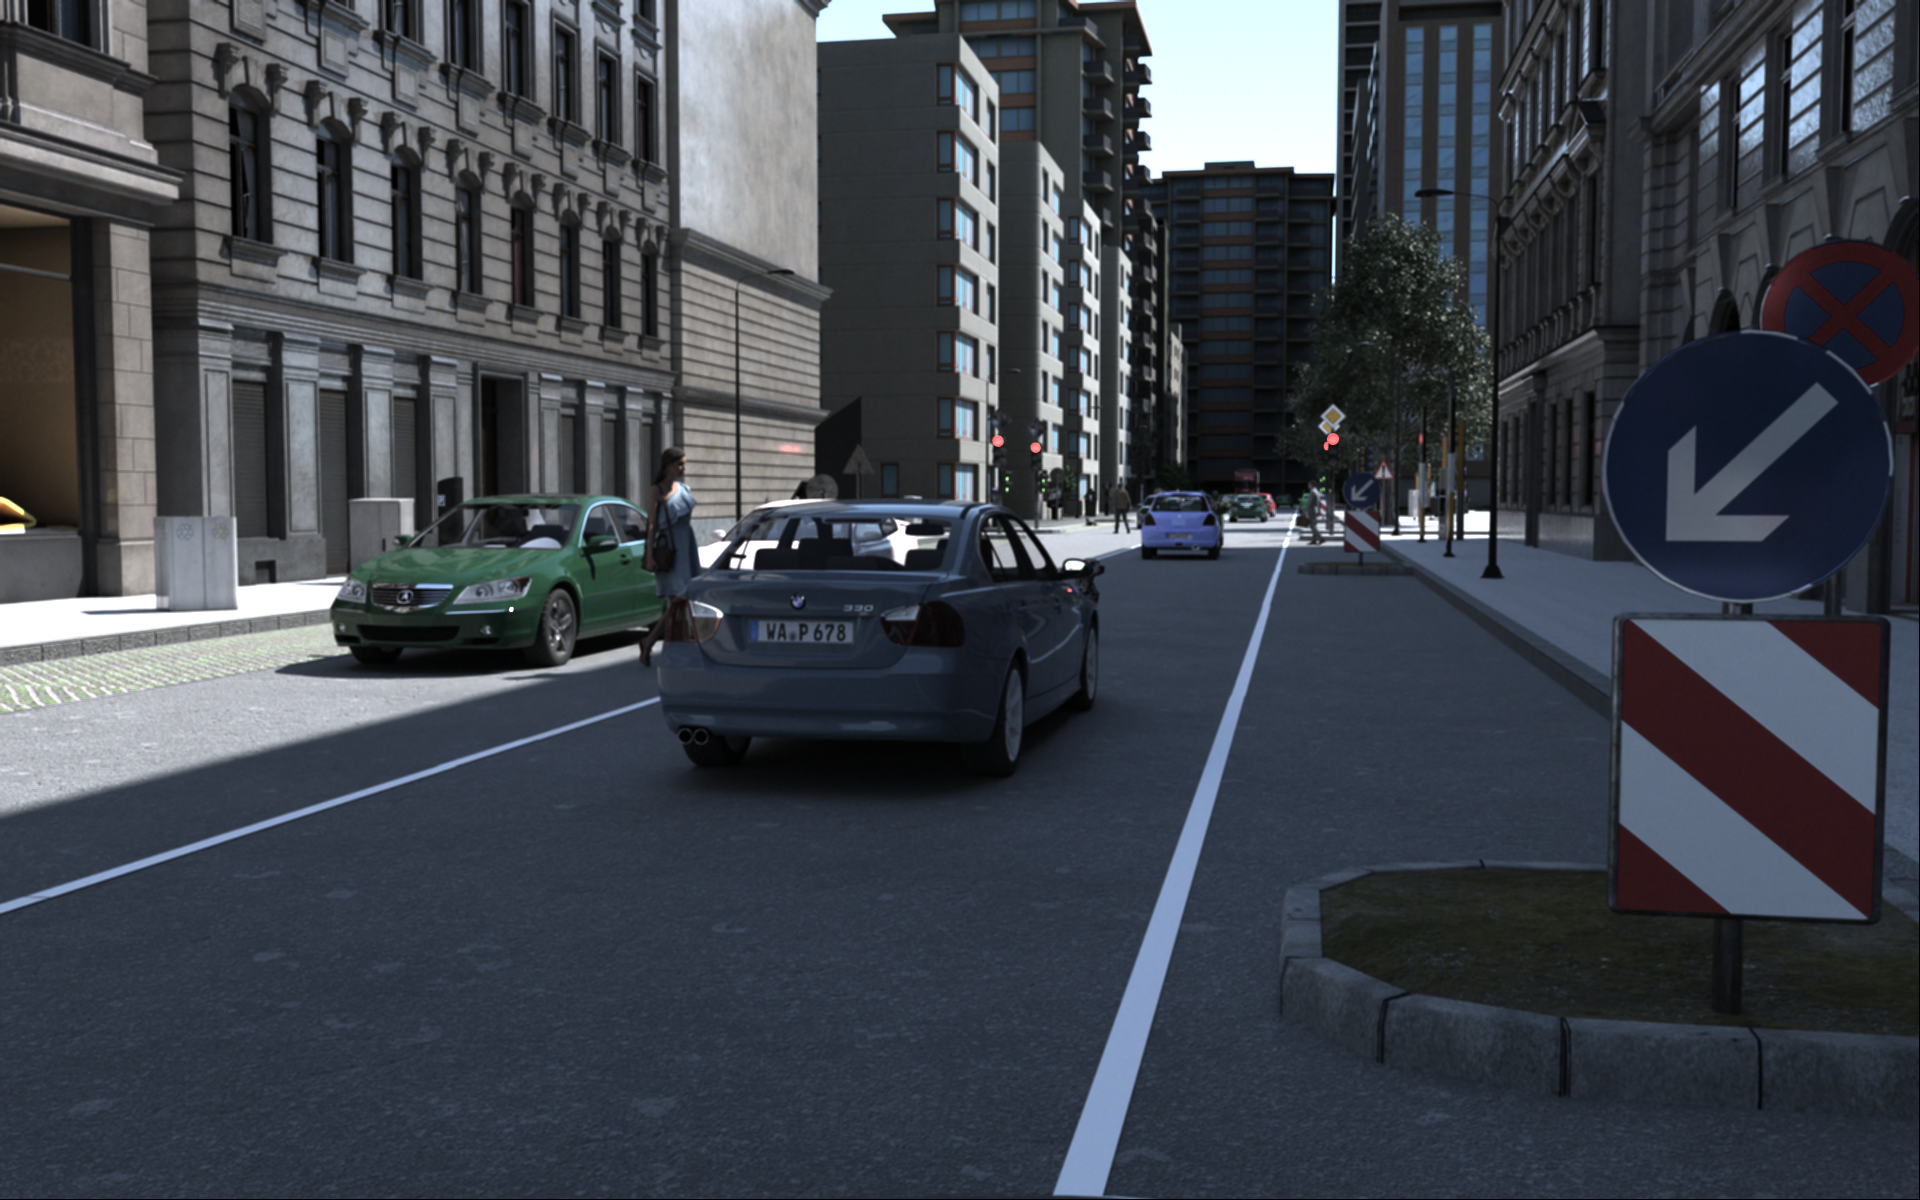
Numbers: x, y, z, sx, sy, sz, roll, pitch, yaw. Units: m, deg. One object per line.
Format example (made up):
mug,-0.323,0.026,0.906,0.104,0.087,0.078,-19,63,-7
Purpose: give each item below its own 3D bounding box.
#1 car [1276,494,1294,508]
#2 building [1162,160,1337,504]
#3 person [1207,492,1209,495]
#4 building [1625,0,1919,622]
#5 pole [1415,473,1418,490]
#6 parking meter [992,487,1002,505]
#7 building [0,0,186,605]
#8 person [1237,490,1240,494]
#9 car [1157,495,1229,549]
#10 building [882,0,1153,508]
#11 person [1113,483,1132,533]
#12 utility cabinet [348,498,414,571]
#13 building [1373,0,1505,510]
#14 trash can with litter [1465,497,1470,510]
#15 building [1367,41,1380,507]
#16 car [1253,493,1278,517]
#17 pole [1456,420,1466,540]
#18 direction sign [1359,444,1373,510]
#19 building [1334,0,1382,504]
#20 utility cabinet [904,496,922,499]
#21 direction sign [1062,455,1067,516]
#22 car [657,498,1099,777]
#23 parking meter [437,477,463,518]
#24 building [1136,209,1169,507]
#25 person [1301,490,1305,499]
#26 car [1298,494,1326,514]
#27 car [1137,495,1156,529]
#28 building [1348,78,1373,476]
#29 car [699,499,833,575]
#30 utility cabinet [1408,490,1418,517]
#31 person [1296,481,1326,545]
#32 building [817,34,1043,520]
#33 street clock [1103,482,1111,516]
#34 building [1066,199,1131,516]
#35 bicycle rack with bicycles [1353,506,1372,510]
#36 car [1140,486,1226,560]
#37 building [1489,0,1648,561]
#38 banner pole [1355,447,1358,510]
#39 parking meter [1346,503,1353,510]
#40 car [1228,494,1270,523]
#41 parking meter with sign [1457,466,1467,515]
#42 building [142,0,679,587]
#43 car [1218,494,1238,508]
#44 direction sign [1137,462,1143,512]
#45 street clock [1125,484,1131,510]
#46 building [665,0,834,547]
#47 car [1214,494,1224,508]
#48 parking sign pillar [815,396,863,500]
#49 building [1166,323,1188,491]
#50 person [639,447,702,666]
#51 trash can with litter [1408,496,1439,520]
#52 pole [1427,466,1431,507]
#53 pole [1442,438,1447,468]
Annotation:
car,34.702,-10.778,185.020,1.959,1.807,4.718,1,4,12
building,35.055,-35.230,230.630,28.867,44.769,22.147,1,4,11
person,31.194,-12.795,218.426,0.721,1.735,1.217,-1,4,-23
building,15.739,-10.794,18.287,13.314,21.916,24.055,1,4,11
pole,30.781,-7.517,116.742,0.158,3.312,0.155,0,3,0
parking meter,1.417,-3.558,66.584,0.372,1.533,0.369,0,3,0
building,-18.424,-9.317,3.245,10.553,20.767,40.483,1,4,11
person,28.192,-10.182,175.115,0.705,1.807,1.348,0,4,1
car,6.181,-2.137,46.743,2.131,1.459,4.920,1,4,10
building,5.424,-30.585,154.683,22.147,44.769,28.867,1,4,11
person,5.917,-3.345,63.102,0.656,1.842,0.836,-2,4,-35
utility cabinet,-8.330,-0.842,24.936,1.020,1.237,0.306,2,4,29
building,42.314,-30.279,145.173,14.600,45.320,14.200,1,4,11
trash can with litter,38.811,-7.424,132.766,0.624,1.170,1.055,1,4,8
building,50.700,-33.440,166.357,23.786,49.044,30.456,1,4,11
car,18.861,-6.098,108.746,2.155,1.783,4.494,1,4,13
pole,13.876,-3.311,47.974,0.158,3.312,0.155,0,3,0
direction sign,18.238,-5.251,77.855,0.876,3.537,0.379,-2,4,-33
building,59.571,-48.198,226.285,20.611,71.187,20.563,1,4,11
utility cabinet,-1.417,-2.540,52.690,0.306,1.237,1.020,1,4,13
direction sign,6.005,-6.549,99.073,0.379,3.537,0.876,0,4,6
car,-0.284,0.110,10.208,2.014,1.417,4.499,1,4,13
parking meter,-7.585,-1.064,25.807,0.372,1.533,0.369,0,3,0
building,13.471,-24.691,175.396,14.160,30.474,14.107,1,4,11
person,29.954,-8.691,151.143,0.434,1.755,0.990,2,4,27
car,25.300,-7.073,124.447,1.959,1.807,4.718,1,4,11
car,8.414,-3.675,72.090,2.014,1.417,4.499,1,4,12
building,54.501,-34.765,192.114,21.300,48.544,21.600,1,4,11
car,-1.779,-0.503,20.587,2.083,1.381,4.827,1,4,13
utility cabinet,25.316,-5.354,96.218,0.318,1.500,1.173,3,5,40
person,9.947,-2.463,48.896,0.853,1.813,0.709,2,4,24
building,-10.780,-14.509,82.262,27.650,21.520,28.899,1,4,11
street clock,8.678,-5.981,102.362,0.471,2.002,0.358,-2,4,-24
building,-3.548,-16.718,118.377,27.650,21.520,28.899,1,4,11
bicycle rack with bicycles,28.576,-6.599,121.275,2.925,0.926,2.852,0,4,-5
car,5.031,-1.812,39.220,1.945,1.707,3.694,1,4,9
building,18.465,-10.755,40.473,10.561,19.102,19.286,1,4,11
banner pole,19.332,-5.773,84.412,0.401,3.779,0.863,1,4,16
parking meter,25.766,-6.658,114.567,0.399,1.863,0.255,2,4,31
car,14.791,-4.704,88.707,2.131,1.459,4.920,1,4,12
parking meter with sign,30.921,-6.766,106.891,0.543,3.016,1.738,1,4,18
building,-12.976,-11.197,32.219,9.793,20.994,18.267,1,4,11
car,21.965,-7.965,140.447,2.015,1.641,3.980,1,4,12
direction sign,12.872,-8.075,124.020,0.379,3.537,0.876,-1,4,-21
street clock,12.064,-7.328,124.377,0.471,2.002,0.358,0,4,-1
building,-21.746,-14.119,49.935,34.723,24.649,14.460,1,4,11
car,24.470,-9.019,159.256,2.131,1.459,4.920,1,4,12
parking sign pillar,-3.346,-3.627,47.767,1.447,3.967,1.447,0,4,0
building,10.810,-21.701,199.856,28.899,21.520,27.650,1,4,11
person,-2.371,-0.332,14.018,0.778,1.811,0.616,2,4,35
trash can with litter,22.875,-4.512,84.832,2.233,1.210,1.678,0,4,-7
pole,32.241,-7.663,119.140,0.158,3.312,0.155,0,3,0
pole,17.479,-4.204,62.577,0.158,3.312,0.155,0,3,0
